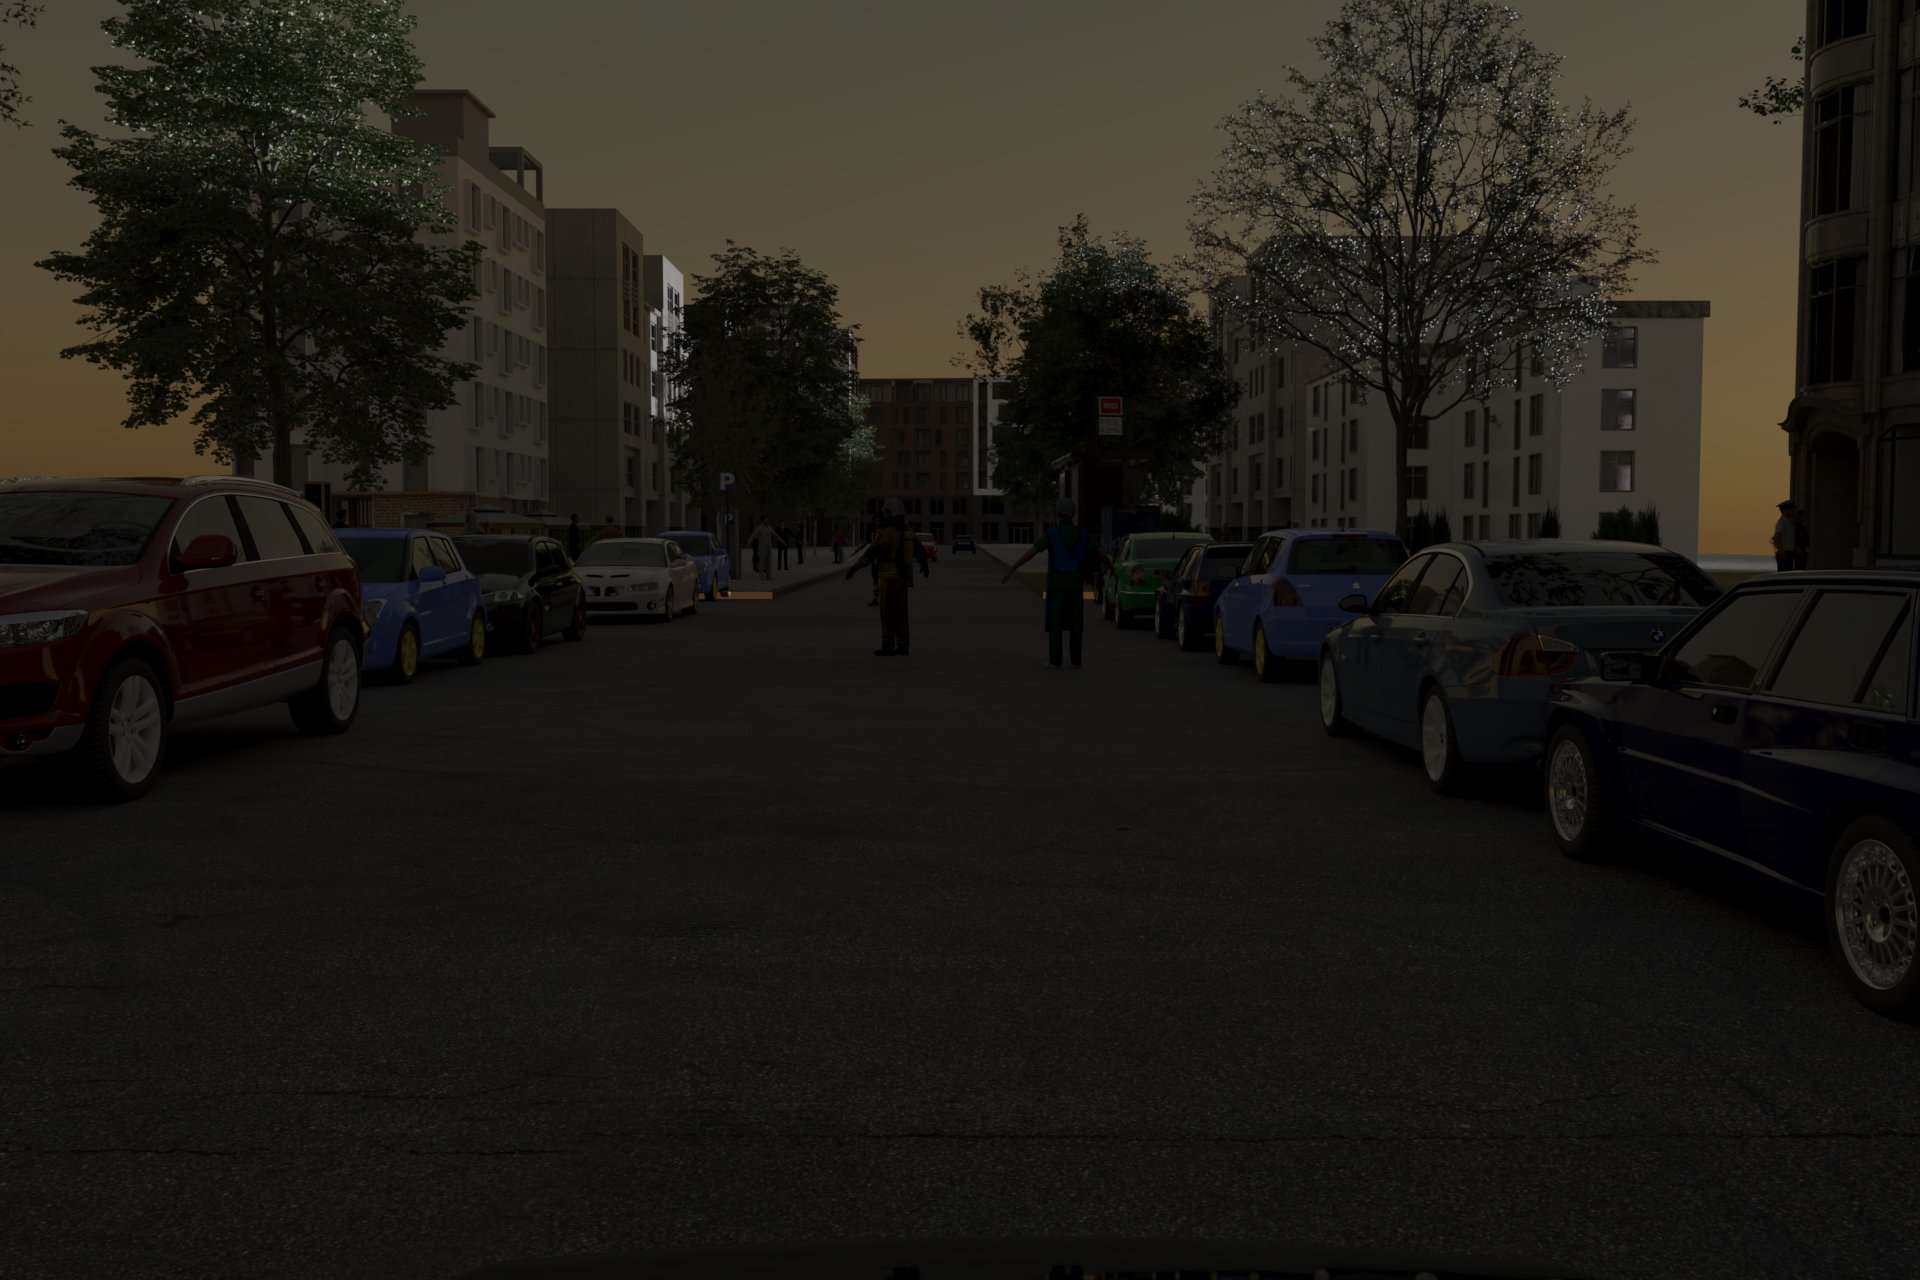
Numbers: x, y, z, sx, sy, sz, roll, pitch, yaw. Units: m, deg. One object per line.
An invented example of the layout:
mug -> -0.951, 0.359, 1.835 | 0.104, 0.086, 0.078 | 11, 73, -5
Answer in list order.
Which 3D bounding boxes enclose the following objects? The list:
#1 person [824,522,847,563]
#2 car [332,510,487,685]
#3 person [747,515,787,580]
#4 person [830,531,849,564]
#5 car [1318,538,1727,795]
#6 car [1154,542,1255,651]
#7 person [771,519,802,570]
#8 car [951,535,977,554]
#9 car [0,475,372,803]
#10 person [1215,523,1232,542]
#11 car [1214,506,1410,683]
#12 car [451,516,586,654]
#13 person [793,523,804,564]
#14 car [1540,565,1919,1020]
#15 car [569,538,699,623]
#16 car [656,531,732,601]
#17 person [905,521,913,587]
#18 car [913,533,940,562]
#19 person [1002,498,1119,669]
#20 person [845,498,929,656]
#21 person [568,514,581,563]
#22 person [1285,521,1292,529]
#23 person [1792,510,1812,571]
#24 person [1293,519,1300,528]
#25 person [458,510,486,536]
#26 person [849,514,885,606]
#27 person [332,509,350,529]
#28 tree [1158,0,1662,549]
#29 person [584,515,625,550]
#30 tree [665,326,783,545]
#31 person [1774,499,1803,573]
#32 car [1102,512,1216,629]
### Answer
person -> -5.421, -4.297, 76.380 | 1.348, 1.813, 0.705 | 3, 4, 38
car -> -6.077, -0.490, 17.609 | 1.945, 1.707, 3.694 | 0, 3, 0
person -> -5.445, -2.592, 48.565 | 1.347, 1.806, 0.705 | -3, 5, -41
person -> -5.123, -3.954, 73.907 | 0.991, 1.433, 0.599 | 2, 4, 29
car -> 3.469, 0.074, 10.789 | 2.014, 1.417, 4.499 | 0, 3, 0
car -> 3.551, -0.608, 22.529 | 1.945, 1.354, 3.894 | 0, 4, 0
person -> -6.260, -3.362, 61.160 | 1.347, 1.806, 0.705 | -1, 4, -13
car -> 0.301, -6.923, 125.772 | 1.945, 1.354, 3.894 | 0, 4, 0
car -> -5.419, -0.137, 10.916 | 2.281, 1.827, 5.304 | 0, 3, 0
person -> 11.920, -4.382, 77.914 | 0.705, 1.796, 1.348 | -2, 4, -24
car -> 3.697, -0.514, 18.002 | 1.945, 1.707, 3.694 | 0, 4, -1
car -> -5.936, -0.742, 21.919 | 2.009, 1.686, 4.222 | 0, 3, 0
person -> -6.829, -4.066, 73.192 | 0.721, 1.740, 1.216 | 1, 4, 11
car -> 3.547, 0.374, 6.461 | 1.945, 1.354, 3.894 | 0, 4, -1
car -> -5.610, -1.050, 29.530 | 2.083, 1.381, 4.827 | 0, 3, 0
car -> -6.065, -1.746, 38.138 | 1.945, 1.707, 3.694 | 0, 3, 0
person -> -1.405, -2.331, 46.848 | 0.705, 1.796, 1.348 | 0, 4, -8
car -> -2.100, -4.985, 90.549 | 2.155, 1.783, 4.494 | 0, 4, 0
person -> 1.108, -0.605, 18.482 | 1.347, 1.817, 0.704 | -1, 4, -19
person -> -0.794, -0.748, 20.452 | 0.705, 1.858, 1.354 | 3, 5, 42
person -> -9.877, -2.344, 44.554 | 0.704, 1.802, 1.346 | -1, 4, -13
person -> 13.453, -3.953, 70.767 | 1.346, 1.812, 0.704 | 1, 4, 16
person -> 16.003, -1.591, 32.820 | 0.721, 1.729, 1.215 | 1, 4, 21
person -> 11.005, -3.106, 57.255 | 0.721, 1.772, 1.216 | 1, 4, 9
person -> -9.439, -1.618, 33.222 | 1.217, 1.736, 0.721 | 2, 4, 33
person -> -1.608, -1.579, 34.414 | 1.345, 1.843, 0.704 | 2, 4, 34
person -> -13.840, -2.015, 38.874 | 1.347, 1.837, 0.705 | 2, 4, 27
tree -> 9.409, -7.713, 36.471 | 12.009, 13.543, 11.850 | 0, 3, 0
person -> -8.458, -2.128, 41.589 | 1.217, 1.733, 0.721 | -3, 5, -42
tree -> -8.608, -6.803, 61.595 | 4.360, 8.622, 3.978 | 0, 3, 0
person -> 13.455, -1.369, 28.179 | 0.704, 1.855, 1.343 | 3, 4, 37
car -> 3.257, -1.142, 27.463 | 1.959, 1.807, 4.718 | 0, 4, 0
